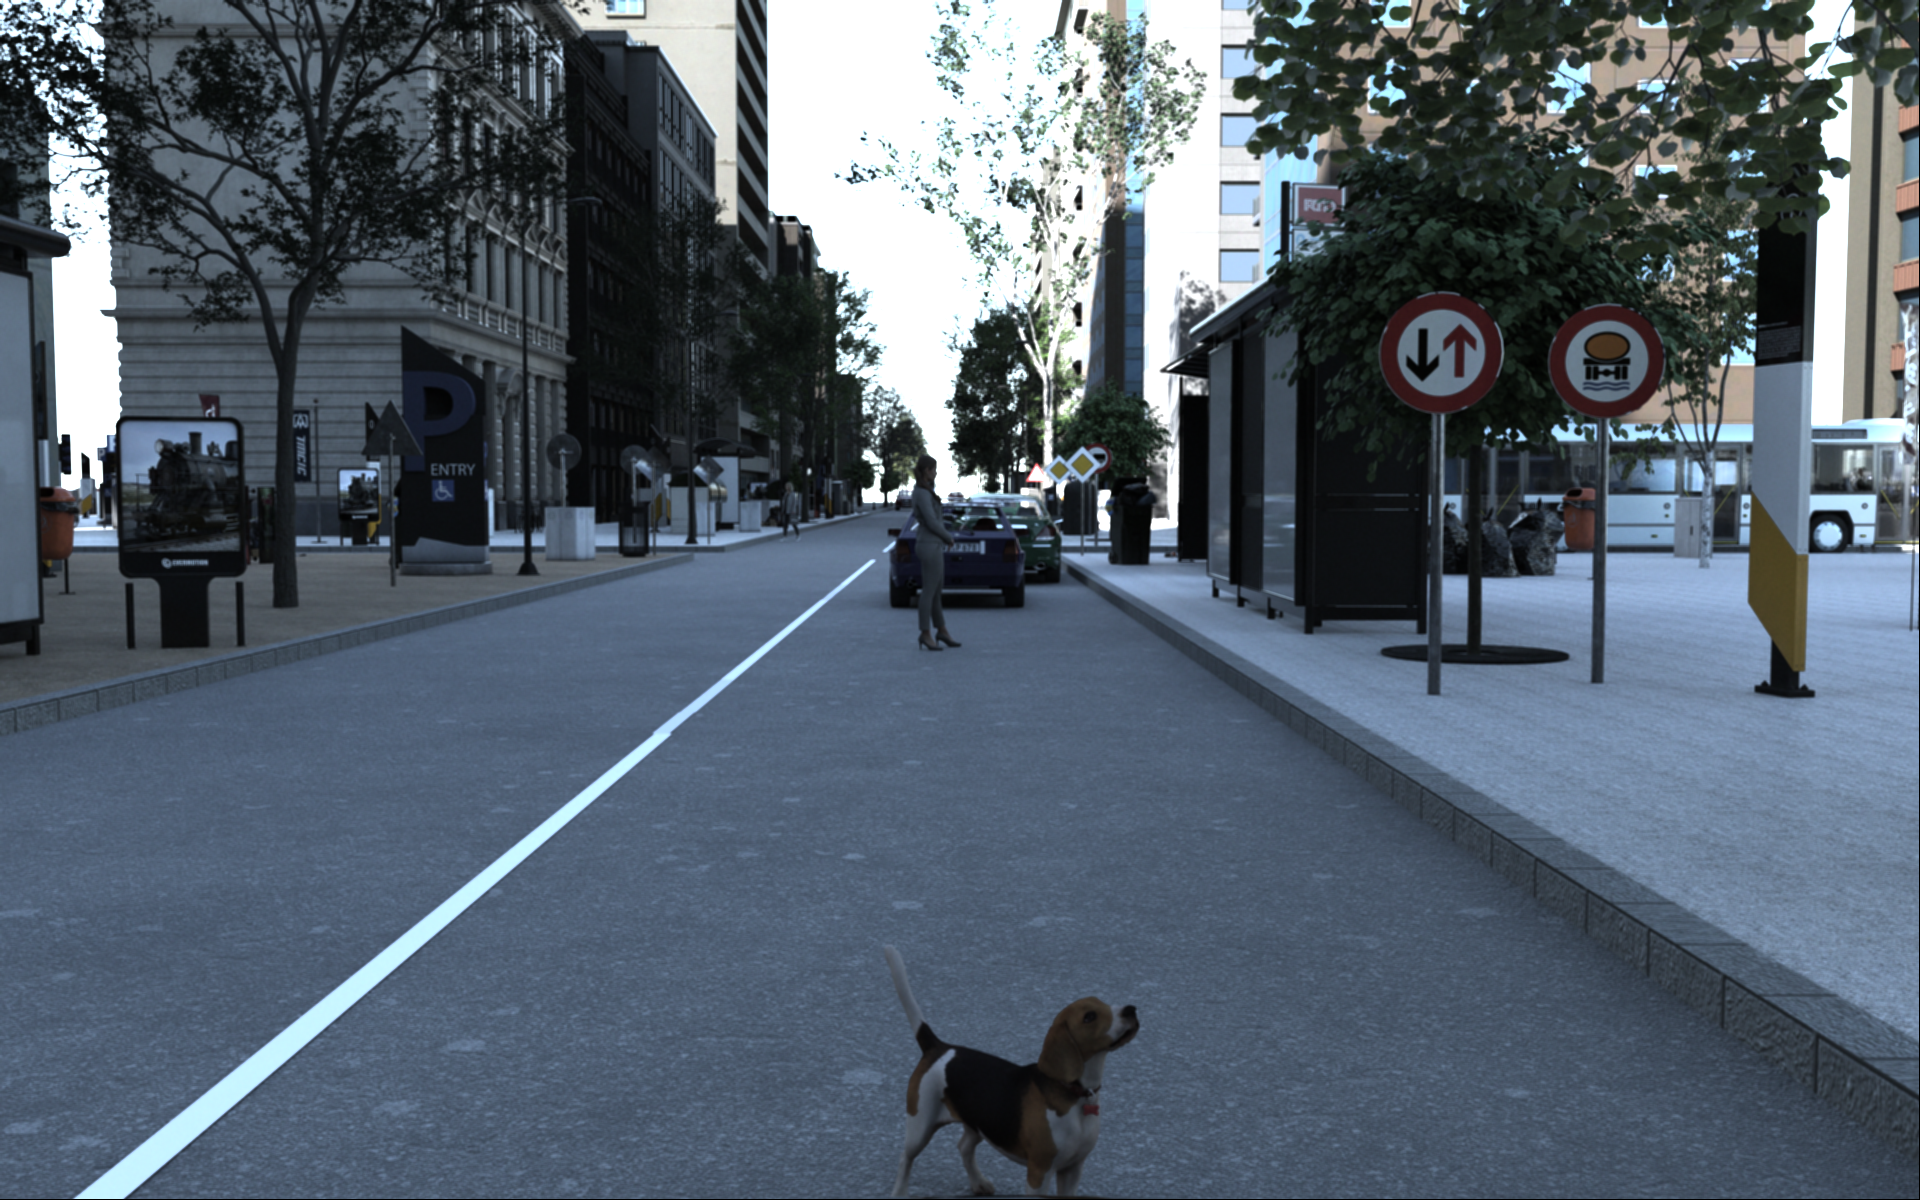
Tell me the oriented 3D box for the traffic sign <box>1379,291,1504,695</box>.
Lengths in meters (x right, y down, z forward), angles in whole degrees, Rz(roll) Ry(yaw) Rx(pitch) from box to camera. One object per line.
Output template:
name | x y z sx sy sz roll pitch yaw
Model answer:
traffic sign | 3.033 -0.667 11.004 0.768 2.556 0.104 0 4 6

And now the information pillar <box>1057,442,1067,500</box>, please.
information pillar | 4.510 -5.259 77.340 0.504 3.616 0.183 2 4 29

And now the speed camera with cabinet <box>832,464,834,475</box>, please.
speed camera with cabinet | -8.198 -7.257 112.995 0.660 3.252 2.038 0 4 4

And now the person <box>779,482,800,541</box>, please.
person | -5.103 -2.683 52.544 0.728 1.800 0.709 -3 5 -45

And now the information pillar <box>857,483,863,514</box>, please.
information pillar | -6.583 -6.685 113.785 0.304 2.012 0.304 1 4 11

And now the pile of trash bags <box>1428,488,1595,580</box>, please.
pile of trash bags | 8.723 -1.062 27.122 1.912 1.369 3.447 -2 4 -24

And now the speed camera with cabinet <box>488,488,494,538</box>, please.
speed camera with cabinet | -14.665 -3.431 50.436 2.038 3.252 0.660 -3 4 -36

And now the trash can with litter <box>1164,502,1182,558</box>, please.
trash can with litter | 5.042 -1.481 35.273 2.233 1.210 1.678 -2 4 -28

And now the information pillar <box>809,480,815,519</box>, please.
information pillar | -7.529 -5.101 87.896 0.304 2.012 0.304 0 4 -6

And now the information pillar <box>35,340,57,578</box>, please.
information pillar | -14.187 -2.153 26.555 0.504 3.616 0.183 1 4 15

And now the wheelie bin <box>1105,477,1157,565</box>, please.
wheelie bin | 3.145 -1.448 31.575 0.980 1.594 0.693 -1 4 -20

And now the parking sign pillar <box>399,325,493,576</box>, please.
parking sign pillar | -8.239 -2.397 27.668 1.447 3.967 1.447 0 4 -7

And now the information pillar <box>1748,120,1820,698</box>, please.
information pillar | 5.255 -1.204 11.046 0.183 3.616 0.504 -1 4 -11

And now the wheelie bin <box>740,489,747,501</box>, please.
wheelie bin | -13.260 -5.917 104.648 0.980 1.594 0.693 1 4 15

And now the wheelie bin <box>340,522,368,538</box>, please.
wheelie bin | -17.883 -2.640 51.077 0.980 1.594 0.693 0 4 3

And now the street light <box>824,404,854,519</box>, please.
street light | -6.280 -7.139 89.262 1.470 5.913 1.316 0 4 0

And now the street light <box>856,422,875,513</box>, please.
street light | -6.414 -8.496 111.451 1.470 5.913 1.316 0 4 0

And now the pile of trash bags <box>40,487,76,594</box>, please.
pile of trash bags | -12.877 -0.757 22.128 3.447 1.369 1.912 0 4 8

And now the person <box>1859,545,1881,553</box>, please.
person | 21.831 -2.005 41.460 0.526 1.800 0.537 2 4 24

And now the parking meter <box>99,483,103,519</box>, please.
parking meter | -44.284 -5.128 89.550 0.255 1.863 0.399 0 4 2

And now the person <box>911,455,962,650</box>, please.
person | -0.186 -0.439 15.952 0.573 1.790 0.520 -1 4 -22

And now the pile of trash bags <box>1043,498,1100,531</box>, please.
pile of trash bags | 4.465 -3.107 60.550 3.447 1.369 1.912 0 4 4

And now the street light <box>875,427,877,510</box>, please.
street light | -6.493 -9.040 120.344 1.470 5.913 1.316 0 4 0

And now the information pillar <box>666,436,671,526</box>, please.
information pillar | -11.861 -4.815 70.080 0.183 3.616 0.504 2 4 25

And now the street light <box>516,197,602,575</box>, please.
street light | -6.305 -3.348 27.278 1.470 5.913 1.316 0 4 0

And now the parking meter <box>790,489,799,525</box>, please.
parking meter | -6.973 -3.935 72.754 0.372 1.533 0.369 0 3 0

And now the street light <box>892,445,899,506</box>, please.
street light | -6.599 -11.718 164.133 1.470 5.913 1.316 0 4 0

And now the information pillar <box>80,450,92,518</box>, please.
information pillar | -46.600 -6.177 92.345 0.504 3.616 0.183 -1 4 -19

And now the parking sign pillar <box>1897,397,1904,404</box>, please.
parking sign pillar | 26.415 -3.625 47.747 1.447 3.967 1.447 -3 4 -36

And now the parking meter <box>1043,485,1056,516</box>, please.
parking meter | 2.640 -2.614 51.142 0.372 1.533 0.369 0 3 0

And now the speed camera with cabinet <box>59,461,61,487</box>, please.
speed camera with cabinet | -24.702 -3.155 45.924 2.038 3.252 0.660 2 4 30

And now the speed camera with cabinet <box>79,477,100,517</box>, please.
speed camera with cabinet | -47.911 -6.237 96.312 0.660 3.252 2.038 2 4 24

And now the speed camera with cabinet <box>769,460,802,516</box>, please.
speed camera with cabinet | -10.171 -6.585 101.993 2.038 3.252 0.660 1 4 12

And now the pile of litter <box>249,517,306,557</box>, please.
pile of litter | -14.276 -1.320 35.542 1.719 0.858 1.176 -1 4 -23

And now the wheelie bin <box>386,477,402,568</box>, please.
wheelie bin | -9.444 -1.353 30.028 0.693 1.594 0.980 1 4 22

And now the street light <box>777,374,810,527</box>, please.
street light | -6.373 -5.772 66.916 1.470 5.913 1.316 0 4 0

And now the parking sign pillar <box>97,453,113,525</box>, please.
parking sign pillar | -35.417 -5.142 72.543 1.447 3.967 1.447 0 4 -2

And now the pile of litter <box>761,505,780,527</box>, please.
pile of litter | -7.554 -3.362 68.937 1.176 0.858 1.719 -2 4 -23

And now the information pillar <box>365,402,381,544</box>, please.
information pillar | -15.037 -3.243 44.370 0.183 3.616 0.504 1 4 14

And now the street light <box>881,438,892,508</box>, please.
street light | -6.532 -10.384 142.321 1.470 5.913 1.316 0 4 0

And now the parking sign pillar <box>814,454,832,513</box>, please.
parking sign pillar | -9.040 -7.776 115.604 1.447 3.967 1.447 -1 4 -13

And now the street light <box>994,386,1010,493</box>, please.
street light | 2.292 -6.222 74.275 1.470 5.913 1.316 0 4 0

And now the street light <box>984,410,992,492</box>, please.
street light | 2.148 -7.556 96.087 1.470 5.913 1.316 0 4 0

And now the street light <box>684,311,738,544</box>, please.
street light | -6.334 -4.380 44.153 1.470 5.913 1.316 0 4 0

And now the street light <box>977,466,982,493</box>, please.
street light | 2.116 -9.577 129.127 1.470 5.913 1.316 0 4 0

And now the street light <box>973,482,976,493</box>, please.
street light | 1.870 -13.595 194.818 1.470 5.913 1.316 0 4 0

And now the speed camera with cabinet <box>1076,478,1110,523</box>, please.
speed camera with cabinet | 6.038 -5.020 76.416 2.038 3.252 0.660 -3 4 -36

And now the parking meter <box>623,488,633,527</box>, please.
parking meter | -12.924 -3.609 67.411 0.372 1.533 0.369 0 3 0

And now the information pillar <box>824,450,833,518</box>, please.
information pillar | -6.966 -6.128 91.549 0.183 3.616 0.504 2 4 35

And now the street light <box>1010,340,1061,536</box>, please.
street light | 2.355 -4.887 52.446 1.470 5.913 1.316 0 4 0

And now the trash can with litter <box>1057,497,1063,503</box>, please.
trash can with litter | 4.197 -3.549 69.410 1.055 1.170 0.624 3 5 39

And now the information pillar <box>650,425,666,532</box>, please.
information pillar | -10.238 -4.095 58.300 0.504 3.616 0.183 3 5 43
